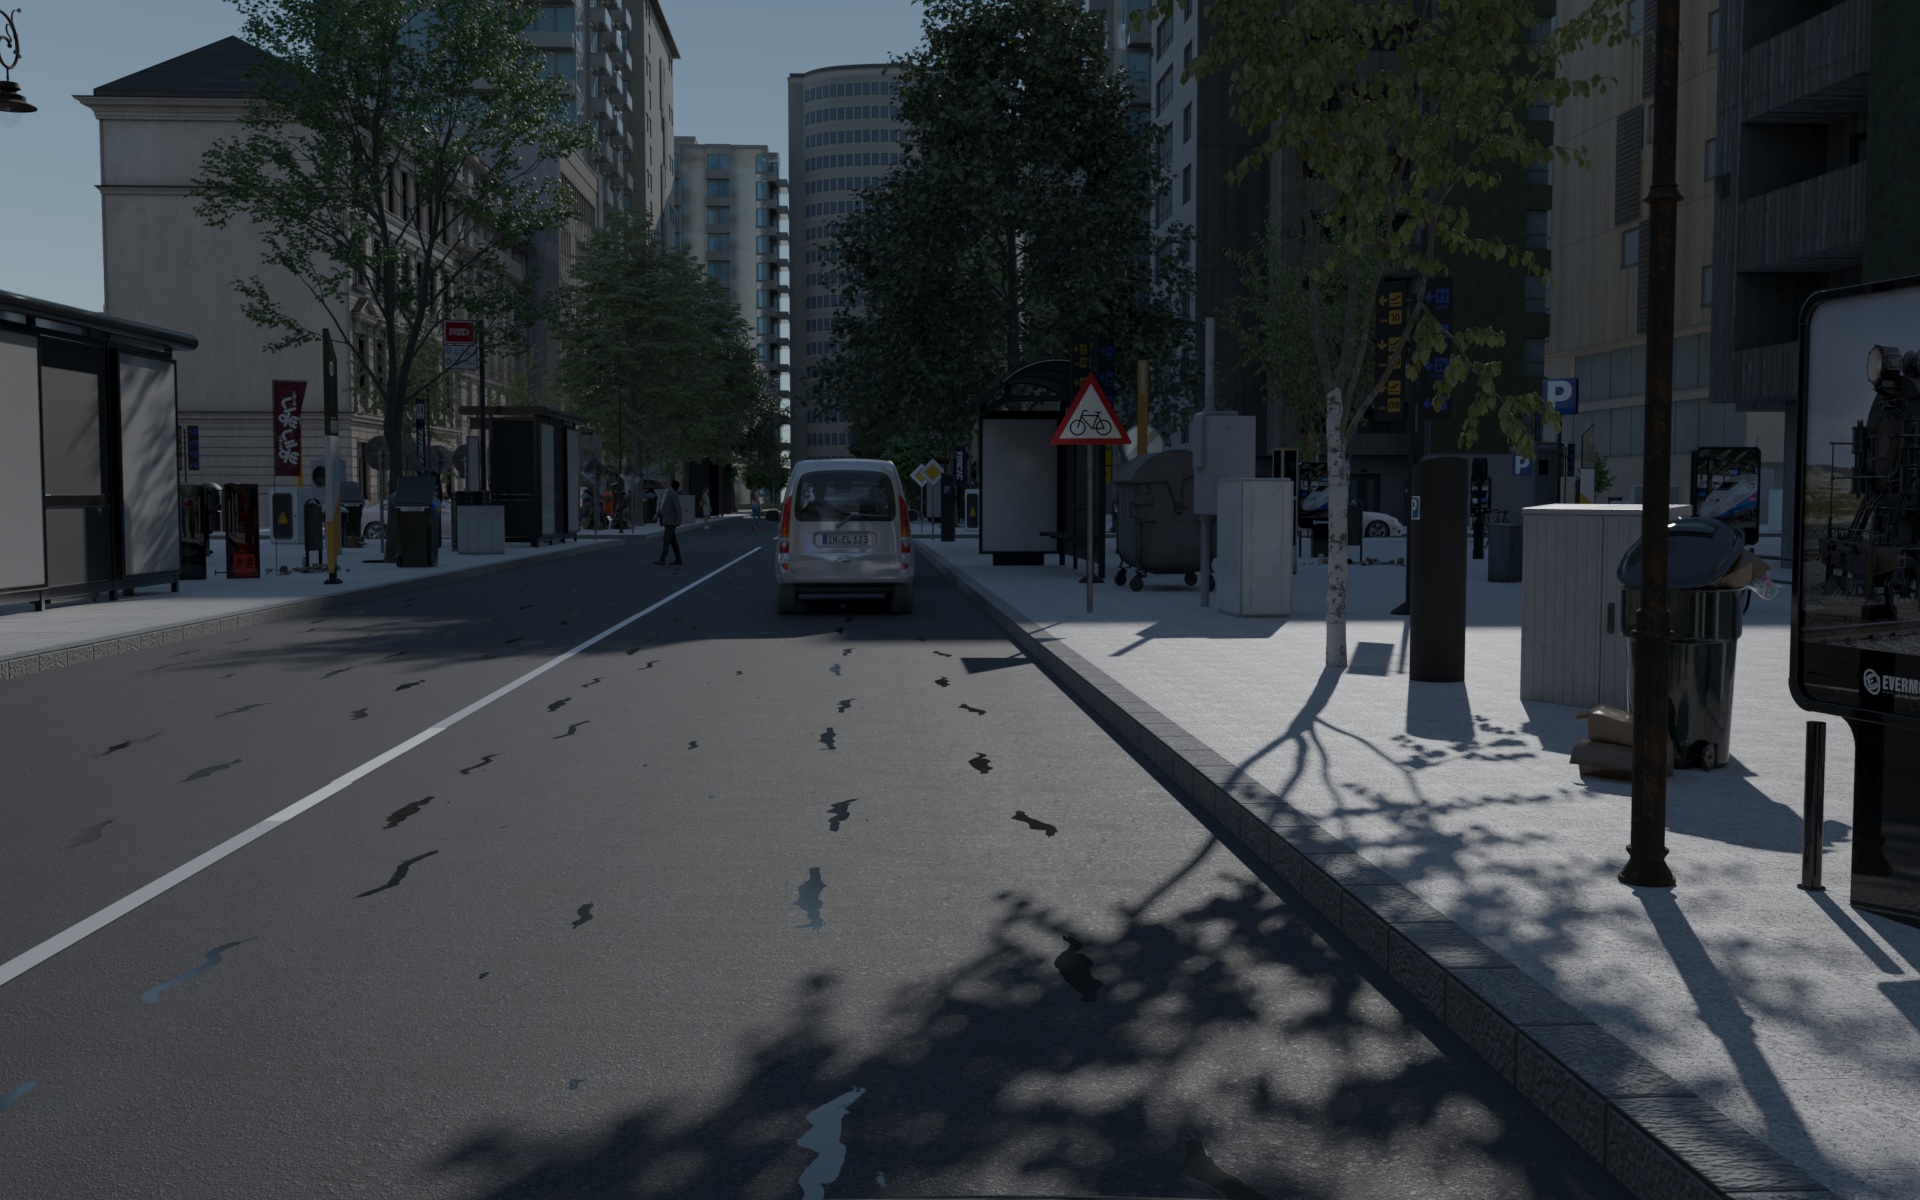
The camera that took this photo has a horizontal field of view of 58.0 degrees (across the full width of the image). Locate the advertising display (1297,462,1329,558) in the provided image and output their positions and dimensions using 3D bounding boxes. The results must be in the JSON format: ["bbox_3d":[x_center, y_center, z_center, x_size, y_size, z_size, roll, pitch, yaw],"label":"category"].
[{"bbox_3d":[7.301,-1.826,35.067,0.974,1.923,0.123,-1,4,-11],"label":"advertising display"}]

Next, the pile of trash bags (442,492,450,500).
[{"bbox_3d":[-19.221,-3.552,67.830,3.447,1.369,1.912,2,4,24],"label":"pile of trash bags"}]

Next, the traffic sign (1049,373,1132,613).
[{"bbox_3d":[1.404,-1.142,18.676,0.884,2.594,0.081,0,4,1],"label":"traffic sign"}]

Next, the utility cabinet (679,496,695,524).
[{"bbox_3d":[-12.036,-3.915,75.168,1.020,1.237,0.306,0,4,-1],"label":"utility cabinet"}]

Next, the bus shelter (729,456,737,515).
[{"bbox_3d":[-14.639,-6.972,105.274,1.731,3.624,6.357,0,4,-3],"label":"bus shelter"}]

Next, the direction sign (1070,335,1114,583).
[{"bbox_3d":[1.908,-2.018,24.987,0.876,3.537,0.379,-3,5,-42],"label":"direction sign"}]

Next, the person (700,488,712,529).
[{"bbox_3d":[-10.483,-3.793,71.513,0.522,1.701,0.512,-2,4,-33],"label":"person"}]

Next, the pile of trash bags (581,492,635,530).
[{"bbox_3d":[-13.031,-3.323,64.076,1.912,1.369,3.447,-1,4,-12],"label":"pile of trash bags"}]

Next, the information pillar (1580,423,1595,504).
[{"bbox_3d":[20.786,-4.036,57.338,0.504,3.616,0.183,-1,4,-17],"label":"information pillar"}]

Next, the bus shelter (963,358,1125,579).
[{"bbox_3d":[1.280,-2.117,28.539,2.014,3.302,5.546,0,4,-4],"label":"bus shelter"}]

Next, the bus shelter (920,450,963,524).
[{"bbox_3d":[-0.597,-4.892,73.912,2.014,3.302,5.546,0,4,-3],"label":"bus shelter"}]

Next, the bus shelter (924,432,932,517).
[{"bbox_3d":[-1.952,-7.193,95.235,2.179,5.291,8.768,0,4,-3],"label":"bus shelter"}]

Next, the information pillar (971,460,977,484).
[{"bbox_3d":[0.920,-7.769,118.371,0.504,3.616,0.183,0,4,1],"label":"information pillar"}]

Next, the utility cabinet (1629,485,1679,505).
[{"bbox_3d":[17.520,-2.143,43.722,1.173,1.500,0.318,0,4,-7],"label":"utility cabinet"}]

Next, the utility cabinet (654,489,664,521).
[{"bbox_3d":[-14.539,-4.575,83.488,1.173,1.500,0.318,-2,4,-28],"label":"utility cabinet"}]

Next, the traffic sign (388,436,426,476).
[{"bbox_3d":[-12.490,-2.389,39.065,0.884,2.594,0.081,0,4,1],"label":"traffic sign"}]

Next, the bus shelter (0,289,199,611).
[{"bbox_3d":[-10.792,-2.486,18.280,2.179,5.291,8.768,0,4,-3],"label":"bus shelter"}]

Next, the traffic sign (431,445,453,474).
[{"bbox_3d":[-13.552,-2.744,44.963,0.768,2.556,0.104,0,4,-1],"label":"traffic sign"}]

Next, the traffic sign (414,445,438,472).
[{"bbox_3d":[-13.816,-2.722,44.607,0.768,2.556,0.104,0,4,5],"label":"traffic sign"}]

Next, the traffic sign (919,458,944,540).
[{"bbox_3d":[-0.762,-2.742,48.478,0.795,2.450,0.064,0,4,-3],"label":"traffic sign"}]

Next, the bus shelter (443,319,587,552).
[{"bbox_3d":[-10.942,-3.974,42.600,2.179,5.291,8.768,0,4,-3],"label":"bus shelter"}]

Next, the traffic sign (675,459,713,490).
[{"bbox_3d":[-15.608,-6.599,101.769,2.265,3.308,0.079,0,4,-3],"label":"traffic sign"}]

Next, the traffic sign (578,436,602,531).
[{"bbox_3d":[-13.612,-4.072,60.458,2.265,3.308,0.079,0,4,5],"label":"traffic sign"}]

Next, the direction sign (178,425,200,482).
[{"bbox_3d":[-25.558,-3.987,57.181,0.876,3.537,0.379,-1,4,-9],"label":"direction sign"}]

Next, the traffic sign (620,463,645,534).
[{"bbox_3d":[-10.576,-3.196,55.902,0.795,2.450,0.064,0,4,-3],"label":"traffic sign"}]

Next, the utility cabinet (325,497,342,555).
[{"bbox_3d":[-13.386,-1.582,37.024,0.306,1.237,1.020,-1,4,-22],"label":"utility cabinet"}]

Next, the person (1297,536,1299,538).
[{"bbox_3d":[10.594,-2.789,54.771,0.731,1.740,0.598,0,4,8],"label":"person"}]

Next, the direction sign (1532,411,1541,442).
[{"bbox_3d":[15.783,-3.397,47.539,0.379,3.537,0.876,0,4,6],"label":"direction sign"}]

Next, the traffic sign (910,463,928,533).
[{"bbox_3d":[-1.248,-3.230,56.448,0.795,2.450,0.064,0,4,-3],"label":"traffic sign"}]

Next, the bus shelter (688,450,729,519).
[{"bbox_3d":[-13.689,-6.226,93.079,1.731,3.624,6.357,0,4,-4],"label":"bus shelter"}]

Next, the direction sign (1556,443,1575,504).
[{"bbox_3d":[27.113,-5.235,77.587,0.876,3.537,0.379,-1,4,-11],"label":"direction sign"}]

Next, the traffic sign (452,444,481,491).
[{"bbox_3d":[-12.608,-2.701,44.274,0.768,2.556,0.104,0,4,6],"label":"traffic sign"}]

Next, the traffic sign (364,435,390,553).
[{"bbox_3d":[-12.562,-2.293,37.602,0.768,2.556,0.104,0,4,4],"label":"traffic sign"}]

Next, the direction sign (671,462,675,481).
[{"bbox_3d":[-17.675,-7.037,107.050,0.379,3.537,0.876,-2,4,-32],"label":"direction sign"}]

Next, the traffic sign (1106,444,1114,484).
[{"bbox_3d":[2.783,-3.080,44.238,2.265,3.308,0.079,0,4,-2],"label":"traffic sign"}]

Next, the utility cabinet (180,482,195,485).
[{"bbox_3d":[-13.931,-1.373,31.126,0.318,1.500,1.173,-2,4,-29],"label":"utility cabinet"}]

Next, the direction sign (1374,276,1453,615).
[{"bbox_3d":[4.794,-1.615,18.398,0.876,3.537,0.379,3,5,43],"label":"direction sign"}]

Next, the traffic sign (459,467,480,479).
[{"bbox_3d":[-13.669,-2.823,48.293,0.606,2.300,0.079,0,4,6],"label":"traffic sign"}]

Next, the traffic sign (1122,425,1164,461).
[{"bbox_3d":[3.343,-1.935,31.744,0.768,2.556,0.104,0,4,4],"label":"traffic sign"}]

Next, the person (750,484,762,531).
[{"bbox_3d":[-7.929,-3.602,67.397,0.555,1.821,0.388,2,4,27],"label":"person"}]

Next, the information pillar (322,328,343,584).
[{"bbox_3d":[-8.967,-2.041,24.726,0.183,3.616,0.504,0,4,-7],"label":"information pillar"}]

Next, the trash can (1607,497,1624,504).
[{"bbox_3d":[30.350,-4.195,80.249,0.748,1.137,0.748,0,3,0],"label":"trash can"}]

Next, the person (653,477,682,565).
[{"bbox_3d":[-5.927,-1.590,34.893,0.661,1.777,0.834,3,5,41],"label":"person"}]

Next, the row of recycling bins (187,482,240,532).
[{"bbox_3d":[-26.059,-3.178,59.068,3.534,1.692,1.069,0,4,4],"label":"row of recycling bins"}]

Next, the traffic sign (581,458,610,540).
[{"bbox_3d":[-10.090,-2.709,47.932,0.795,2.450,0.064,0,4,-3],"label":"traffic sign"}]

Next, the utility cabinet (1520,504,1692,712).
[{"bbox_3d":[3.850,0.046,10.408,0.306,1.237,1.020,-2,4,-29],"label":"utility cabinet"}]

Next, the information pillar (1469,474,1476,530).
[{"bbox_3d":[18.473,-3.523,62.090,0.304,2.012,0.304,0,4,-2],"label":"information pillar"}]

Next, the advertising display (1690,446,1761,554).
[{"bbox_3d":[10.413,-1.124,23.588,0.974,1.923,0.123,-1,4,-9],"label":"advertising display"}]
